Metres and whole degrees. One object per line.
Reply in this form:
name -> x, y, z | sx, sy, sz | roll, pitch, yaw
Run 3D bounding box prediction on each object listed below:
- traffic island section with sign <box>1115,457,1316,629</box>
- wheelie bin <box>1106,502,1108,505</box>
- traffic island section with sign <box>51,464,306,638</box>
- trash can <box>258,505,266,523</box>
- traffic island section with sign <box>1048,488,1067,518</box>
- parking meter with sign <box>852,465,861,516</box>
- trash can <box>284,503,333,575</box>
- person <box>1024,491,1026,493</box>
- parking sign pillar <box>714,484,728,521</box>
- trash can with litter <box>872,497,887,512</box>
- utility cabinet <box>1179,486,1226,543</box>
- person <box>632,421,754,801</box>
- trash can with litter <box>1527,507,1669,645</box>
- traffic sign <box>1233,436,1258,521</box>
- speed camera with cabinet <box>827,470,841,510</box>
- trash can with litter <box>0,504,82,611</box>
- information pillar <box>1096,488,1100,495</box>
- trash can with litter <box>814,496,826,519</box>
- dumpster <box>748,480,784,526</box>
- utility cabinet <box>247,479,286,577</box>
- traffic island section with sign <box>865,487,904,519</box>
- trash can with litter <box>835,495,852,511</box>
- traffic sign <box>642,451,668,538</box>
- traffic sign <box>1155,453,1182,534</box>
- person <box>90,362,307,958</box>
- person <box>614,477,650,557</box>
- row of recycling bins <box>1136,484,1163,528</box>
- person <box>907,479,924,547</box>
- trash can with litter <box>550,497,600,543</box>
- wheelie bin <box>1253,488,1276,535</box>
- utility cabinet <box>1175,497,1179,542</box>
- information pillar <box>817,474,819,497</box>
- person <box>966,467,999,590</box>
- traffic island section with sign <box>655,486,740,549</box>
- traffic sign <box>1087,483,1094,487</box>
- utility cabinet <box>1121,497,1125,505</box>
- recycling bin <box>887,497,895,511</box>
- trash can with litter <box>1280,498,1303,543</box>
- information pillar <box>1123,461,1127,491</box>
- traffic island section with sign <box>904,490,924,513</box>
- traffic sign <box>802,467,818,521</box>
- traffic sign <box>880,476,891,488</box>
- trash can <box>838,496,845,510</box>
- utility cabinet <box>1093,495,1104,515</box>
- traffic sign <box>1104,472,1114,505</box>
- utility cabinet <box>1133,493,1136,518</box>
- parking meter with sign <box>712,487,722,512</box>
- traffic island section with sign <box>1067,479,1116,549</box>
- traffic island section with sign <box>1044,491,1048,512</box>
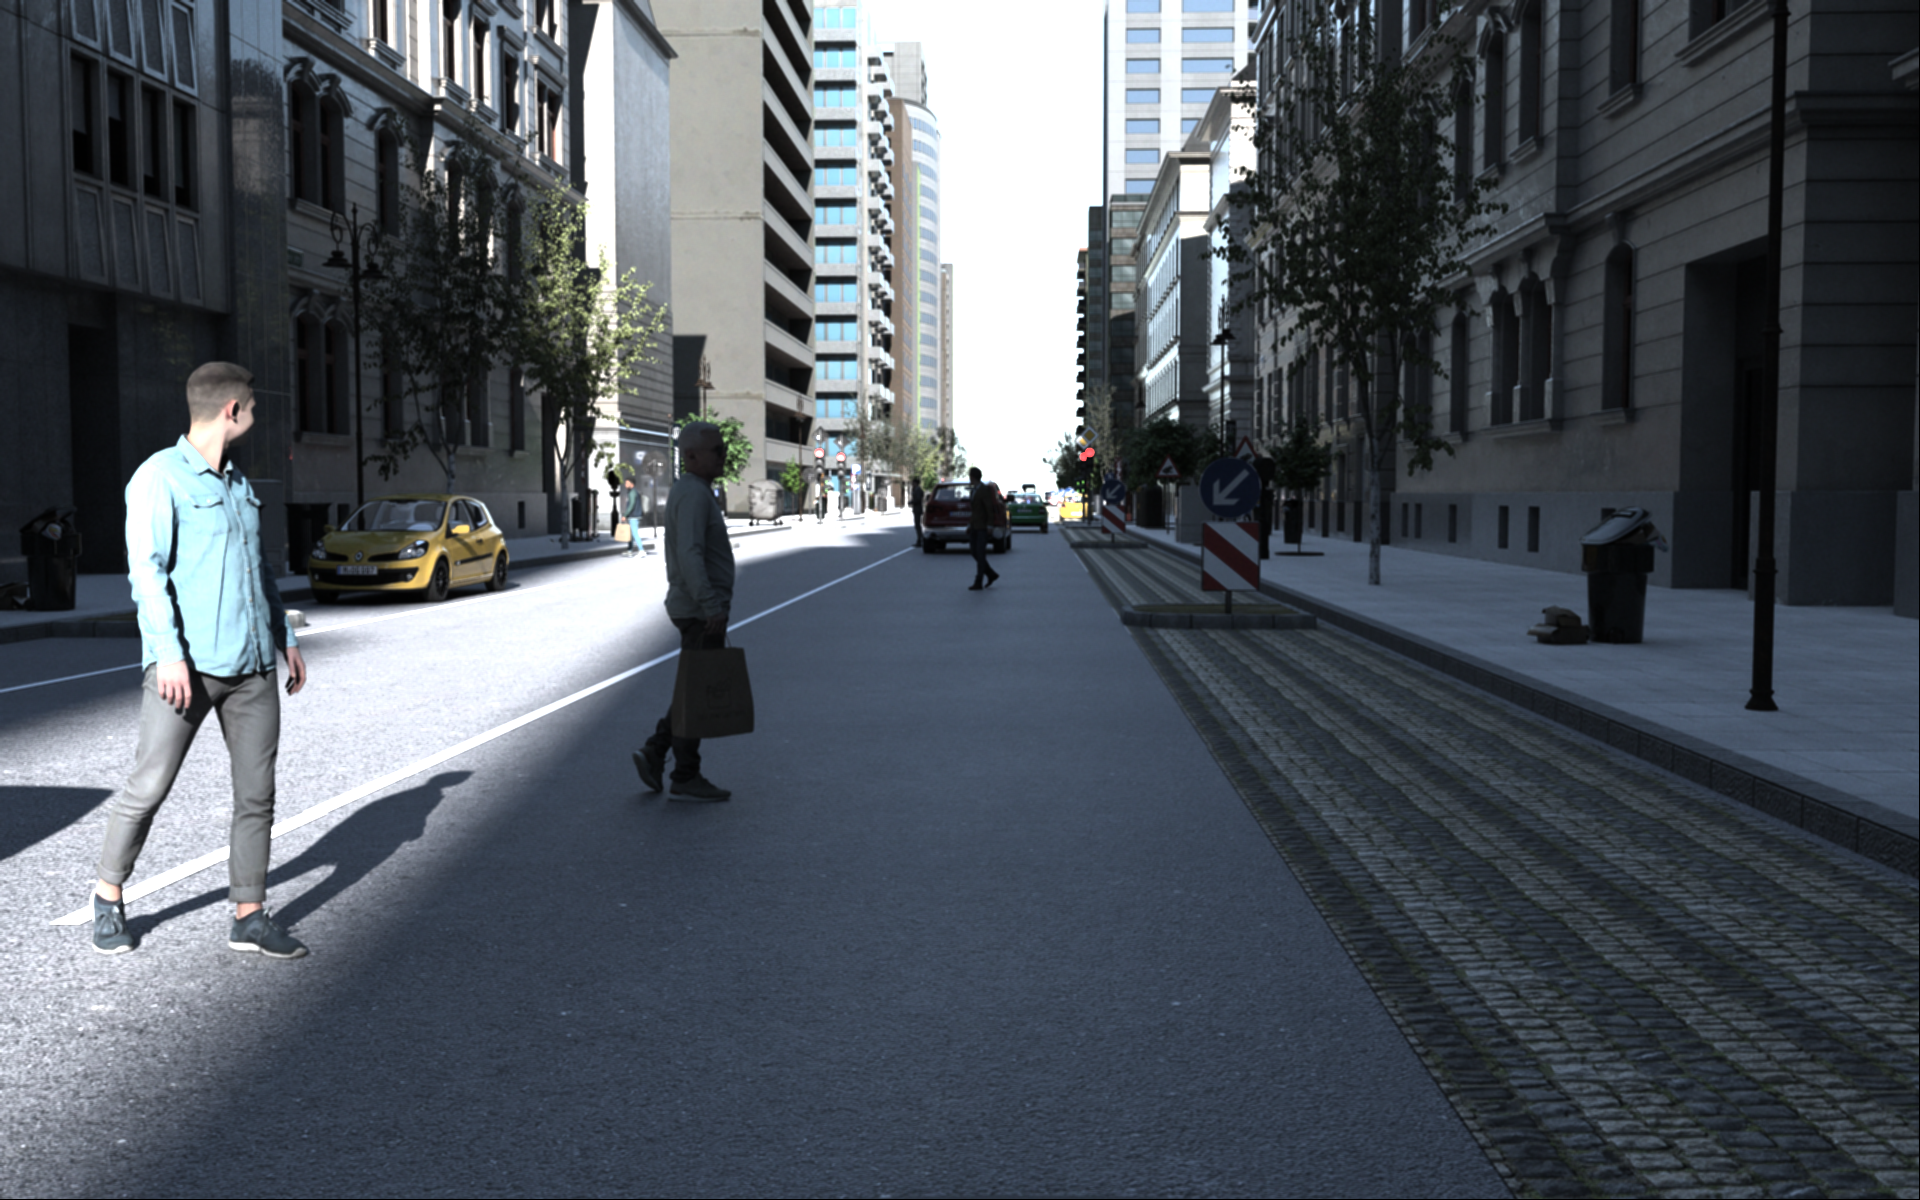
traffic island section with sign -> 2.797, -0.646, 19.186 | 1.989, 1.847, 2.006 | 0, 4, 2
wheelie bin -> 11.395, -7.771, 134.972 | 0.693, 1.594, 0.980 | 3, 5, 43
traffic island section with sign -> -8.071, -0.587, 18.219 | 1.989, 1.847, 2.006 | 0, 4, 2
trash can -> -9.669, -0.704, 23.171 | 0.748, 1.137, 0.748 | 0, 3, 0
traffic island section with sign -> 6.321, -5.713, 102.034 | 1.989, 1.847, 2.006 | 0, 4, 2
parking meter with sign -> -6.182, -6.592, 104.047 | 0.543, 3.016, 1.738 | 0, 3, 0
trash can -> -10.381, -0.975, 27.602 | 0.748, 1.137, 0.748 | 0, 3, 0
person -> 6.554, -10.011, 173.125 | 0.756, 1.711, 0.436 | -1, 4, -9
parking sign pillar -> -11.909, -5.808, 83.436 | 1.447, 3.967, 1.447 | 2, 4, 26
trash can with litter -> -5.628, -6.764, 121.986 | 1.055, 1.170, 0.624 | -2, 4, -24
utility cabinet -> 6.318, -2.230, 45.146 | 1.173, 1.500, 0.318 | 0, 4, 1
person -> -1.242, 0.062, 7.980 | 0.515, 1.767, 0.782 | -1, 4, -14
trash can with litter -> 5.477, -0.214, 14.885 | 1.055, 1.170, 0.624 | -1, 4, -18
traffic sign -> 6.345, -2.359, 38.567 | 0.884, 2.594, 0.081 | 0, 4, 6
speed camera with cabinet -> -10.487, -9.118, 143.412 | 0.660, 3.252, 2.038 | 2, 4, 32
trash can with litter -> -10.257, -0.470, 19.072 | 1.055, 1.170, 0.624 | 0, 4, 6
information pillar -> 11.630, -8.642, 145.795 | 0.304, 2.012, 0.304 | 1, 4, 13
trash can with litter -> -7.193, -4.731, 88.734 | 0.624, 1.170, 1.055 | 0, 4, -6
dumpster -> -7.801, -3.903, 69.565 | 1.264, 1.857, 1.865 | 0, 4, 2
utility cabinet -> -10.720, -1.054, 25.919 | 0.318, 1.500, 1.173 | 3, 4, 38
traffic island section with sign -> -4.515, -5.701, 101.843 | 1.989, 1.847, 2.006 | 0, 4, 2
trash can with litter -> -8.922, -7.179, 128.432 | 2.233, 1.210, 1.678 | -1, 4, -15
traffic sign -> -8.988, -3.113, 51.006 | 0.768, 2.556, 0.104 | 0, 4, 3
traffic sign -> 6.655, -3.385, 55.346 | 0.884, 2.594, 0.081 | 1, 4, 12
person -> -2.382, 0.179, 5.433 | 0.748, 1.841, 0.638 | 2, 4, 28
person -> -7.451, -1.885, 39.297 | 0.713, 1.824, 0.794 | 1, 4, 18
row of recycling bins -> 7.467, -3.718, 67.908 | 1.069, 1.692, 3.534 | 0, 4, 3
person -> -1.212, -2.368, 47.016 | 0.447, 1.846, 0.655 | 0, 4, 1
trash can with litter -> -10.542, -2.175, 46.613 | 1.678, 1.210, 2.233 | 1, 4, 8
wheelie bin -> 9.510, -2.835, 54.268 | 0.693, 1.594, 0.980 | 1, 4, 17
utility cabinet -> 5.946, -2.170, 46.637 | 0.306, 1.237, 1.020 | 0, 4, 4
information pillar -> -12.502, -9.821, 151.925 | 0.183, 3.616, 0.504 | 2, 4, 34
person -> 0.305, -1.087, 26.188 | 0.656, 1.842, 0.836 | 2, 4, 34
traffic island section with sign -> -6.894, -2.273, 45.791 | 1.989, 1.847, 2.006 | 0, 4, 2
traffic sign -> 10.095, -8.164, 133.582 | 0.768, 2.556, 0.104 | 0, 4, 6
utility cabinet -> 9.007, -5.110, 94.714 | 0.306, 1.237, 1.020 | 0, 4, -1
recycling bin -> -5.350, -7.267, 131.364 | 0.722, 1.027, 0.722 | 1, 4, 9
trash can with litter -> 8.611, -2.066, 45.173 | 0.624, 1.170, 1.055 | 0, 4, 5
information pillar -> 11.606, -8.023, 122.526 | 0.504, 3.616, 0.183 | -3, 4, -38
traffic island section with sign -> -3.347, -7.395, 129.528 | 1.989, 1.847, 2.006 | 0, 4, 2
traffic sign -> -7.080, -4.987, 81.643 | 0.768, 2.556, 0.104 | 1, 4, 10
traffic sign -> -5.282, -7.514, 122.953 | 0.768, 2.556, 0.104 | 0, 4, 7
trash can -> -9.685, -7.955, 141.715 | 0.748, 1.137, 0.748 | 0, 3, 0
utility cabinet -> 8.629, -5.841, 106.663 | 0.306, 1.237, 1.020 | 0, 4, -7
traffic sign -> 8.809, -6.205, 101.554 | 0.768, 2.556, 0.104 | 1, 4, 10
utility cabinet -> 9.207, -5.059, 91.400 | 0.318, 1.500, 1.173 | -1, 4, -15
parking meter with sign -> -10.235, -4.466, 69.281 | 0.543, 3.016, 1.738 | 3, 5, 44
traffic island section with sign -> 3.940, -2.293, 46.117 | 1.989, 1.847, 2.006 | 0, 4, 2
traffic island section with sign -> 7.461, -7.360, 128.965 | 1.989, 1.847, 2.006 | 0, 4, 2
